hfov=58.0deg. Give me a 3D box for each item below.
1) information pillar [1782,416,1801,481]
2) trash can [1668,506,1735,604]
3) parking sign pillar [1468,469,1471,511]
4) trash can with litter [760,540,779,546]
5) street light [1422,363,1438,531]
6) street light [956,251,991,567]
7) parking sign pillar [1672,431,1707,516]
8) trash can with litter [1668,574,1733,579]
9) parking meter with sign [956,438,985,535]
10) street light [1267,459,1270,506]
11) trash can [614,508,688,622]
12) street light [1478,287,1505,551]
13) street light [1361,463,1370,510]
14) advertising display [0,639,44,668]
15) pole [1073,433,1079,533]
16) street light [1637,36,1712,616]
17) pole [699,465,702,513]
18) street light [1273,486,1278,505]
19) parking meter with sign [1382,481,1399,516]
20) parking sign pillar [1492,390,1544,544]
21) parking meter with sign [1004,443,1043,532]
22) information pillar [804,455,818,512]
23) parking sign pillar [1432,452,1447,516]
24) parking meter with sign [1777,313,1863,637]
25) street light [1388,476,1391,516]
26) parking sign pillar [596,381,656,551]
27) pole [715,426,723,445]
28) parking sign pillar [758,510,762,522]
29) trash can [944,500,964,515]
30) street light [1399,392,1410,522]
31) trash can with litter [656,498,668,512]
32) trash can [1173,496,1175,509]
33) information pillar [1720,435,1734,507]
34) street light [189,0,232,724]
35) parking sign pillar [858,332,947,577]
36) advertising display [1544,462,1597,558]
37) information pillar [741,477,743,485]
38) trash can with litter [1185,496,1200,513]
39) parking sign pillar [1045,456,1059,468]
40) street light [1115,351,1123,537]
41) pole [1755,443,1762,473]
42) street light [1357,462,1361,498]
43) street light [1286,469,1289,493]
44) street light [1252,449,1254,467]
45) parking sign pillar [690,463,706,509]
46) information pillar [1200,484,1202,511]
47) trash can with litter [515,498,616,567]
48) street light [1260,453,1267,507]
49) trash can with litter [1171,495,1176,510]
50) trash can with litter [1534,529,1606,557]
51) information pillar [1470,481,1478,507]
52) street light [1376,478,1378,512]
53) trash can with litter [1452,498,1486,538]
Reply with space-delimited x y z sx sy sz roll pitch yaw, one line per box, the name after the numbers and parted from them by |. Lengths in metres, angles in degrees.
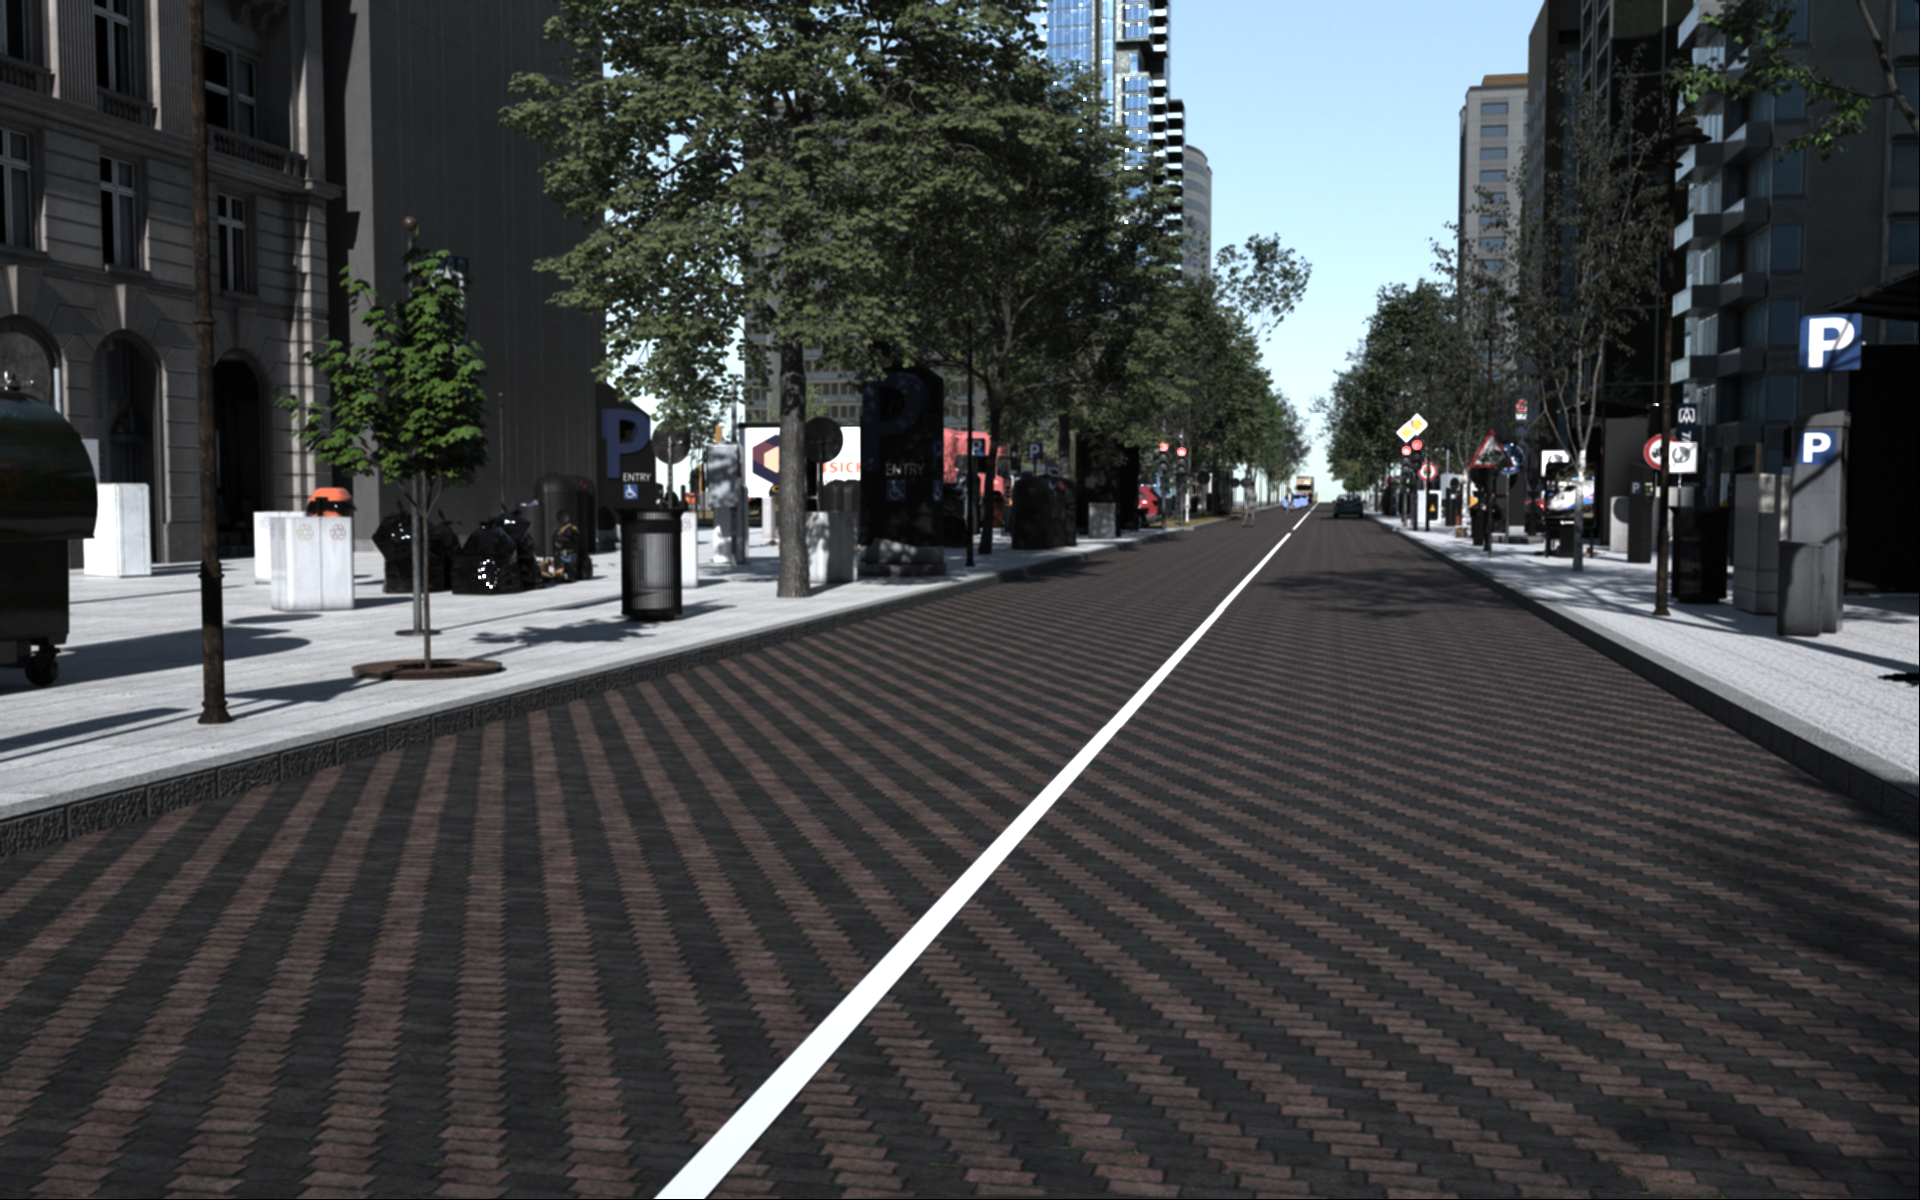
25.111 -3.728 52.305 0.183 3.616 0.504 -3 5 -42 | information pillar
8.710 -0.534 20.393 0.748 1.137 0.748 0 3 0 | trash can
39.171 -8.749 131.513 1.447 3.967 1.447 3 5 41 | parking sign pillar
-4.416 -1.999 43.741 1.678 1.210 2.233 2 4 29 | trash can with litter
16.196 -5.323 59.823 0.468 5.910 1.993 1 4 12 | street light
0.176 -3.532 30.530 0.468 5.910 1.993 1 4 12 | street light
30.931 -5.198 73.464 1.447 3.967 1.447 3 5 41 | parking sign pillar
11.899 -0.935 26.349 2.233 1.210 1.678 1 4 13 | trash can with litter
0.178 -3.504 53.550 0.543 3.016 1.738 2 4 24 | parking meter with sign
33.306 -13.113 187.192 0.468 5.910 1.993 1 4 12 | street light
-3.133 -0.363 17.588 0.748 1.137 0.748 0 3 0 | trash can
11.867 -4.040 38.839 0.468 5.910 1.993 1 4 12 | street light
35.878 -11.015 152.881 0.468 5.910 1.993 1 4 12 | street light
-7.062 -0.466 12.825 0.974 1.923 0.123 2 4 31 | advertising display
3.859 -3.897 57.553 0.158 3.312 0.155 0 3 0 | pole
7.411 -2.773 18.122 0.468 5.910 1.993 1 4 12 | street light
-18.045 -7.740 120.398 0.158 3.312 0.155 0 3 0 | pole
37.682 -14.382 207.925 0.468 5.910 1.993 1 4 12 | street light
25.647 -6.460 101.878 1.738 3.016 0.543 2 4 34 | parking meter with sign
14.585 -3.480 45.374 1.447 3.967 1.447 1 4 16 | parking sign pillar
2.120 -3.827 58.840 0.543 3.016 1.738 2 4 34 | parking meter with sign
-2.757 -1.629 31.132 0.304 2.012 0.304 -3 5 -43 | information pillar
28.090 -6.967 102.389 1.447 3.967 1.447 0 4 -3 | parking sign pillar
8.016 -1.220 16.205 0.543 3.016 1.738 2 4 32 | parking meter with sign
24.703 -7.756 99.591 0.468 5.910 1.993 1 4 12 | street light
-7.682 -3.145 39.890 1.447 3.967 1.447 -2 4 -35 | parking sign pillar
-7.212 -3.551 51.908 0.158 3.312 0.155 0 3 0 | pole
-8.475 -5.526 78.830 1.447 3.967 1.447 0 4 5 | parking sign pillar
-0.241 -2.015 44.592 0.748 1.137 0.748 0 3 0 | trash can
20.180 -6.481 78.754 0.468 5.910 1.993 1 4 12 | street light
-14.713 -4.343 82.073 1.678 1.210 2.233 -3 5 -44 | trash can with litter
15.528 -6.832 123.357 0.748 1.137 0.748 0 3 0 | trash can
30.334 -4.719 68.509 0.504 3.616 0.183 0 4 -3 | information pillar
-4.189 -2.249 9.561 0.468 5.910 1.993 1 4 12 | street light
-0.925 -2.384 27.457 1.447 3.967 1.447 2 4 26 | parking sign pillar
12.237 -1.806 34.735 0.974 1.923 0.123 2 4 25 | advertising display
-8.081 -3.574 62.921 0.304 2.012 0.304 1 4 20 | information pillar
16.126 -6.650 120.107 1.055 1.170 0.624 -3 5 -42 | trash can with litter
6.786 -8.290 124.018 1.447 3.967 1.447 0 4 -8 | parking sign pillar
4.740 -4.823 51.640 0.468 5.910 1.993 1 4 12 | street light
31.623 -4.575 68.643 0.158 3.312 0.155 0 3 0 | pole
40.334 -12.318 174.183 0.468 5.910 1.993 1 4 12 | street light
50.648 -18.105 268.800 0.468 5.910 1.993 1 4 12 | street light
24.462 -10.538 145.090 0.468 5.910 1.993 1 4 12 | street light
-22.399 -9.758 148.021 1.447 3.967 1.447 1 4 18 | parking sign pillar
18.252 -7.810 132.186 0.304 2.012 0.304 -3 5 -43 | information pillar
-7.266 -1.204 30.735 2.233 1.210 1.678 0 4 2 | trash can with litter
28.873 -11.828 166.179 0.468 5.910 1.993 1 4 12 | street light
16.696 -7.619 135.957 0.624 1.170 1.055 -1 4 -11 | trash can with litter
12.867 -1.544 36.302 2.233 1.210 1.678 -2 4 -34 | trash can with litter
28.836 -6.466 97.070 0.183 3.616 0.504 -3 4 -38 | information pillar
29.006 -9.031 120.445 0.468 5.910 1.993 1 4 12 | street light
14.988 -2.411 50.805 1.055 1.170 0.624 2 4 27 | trash can with litter
